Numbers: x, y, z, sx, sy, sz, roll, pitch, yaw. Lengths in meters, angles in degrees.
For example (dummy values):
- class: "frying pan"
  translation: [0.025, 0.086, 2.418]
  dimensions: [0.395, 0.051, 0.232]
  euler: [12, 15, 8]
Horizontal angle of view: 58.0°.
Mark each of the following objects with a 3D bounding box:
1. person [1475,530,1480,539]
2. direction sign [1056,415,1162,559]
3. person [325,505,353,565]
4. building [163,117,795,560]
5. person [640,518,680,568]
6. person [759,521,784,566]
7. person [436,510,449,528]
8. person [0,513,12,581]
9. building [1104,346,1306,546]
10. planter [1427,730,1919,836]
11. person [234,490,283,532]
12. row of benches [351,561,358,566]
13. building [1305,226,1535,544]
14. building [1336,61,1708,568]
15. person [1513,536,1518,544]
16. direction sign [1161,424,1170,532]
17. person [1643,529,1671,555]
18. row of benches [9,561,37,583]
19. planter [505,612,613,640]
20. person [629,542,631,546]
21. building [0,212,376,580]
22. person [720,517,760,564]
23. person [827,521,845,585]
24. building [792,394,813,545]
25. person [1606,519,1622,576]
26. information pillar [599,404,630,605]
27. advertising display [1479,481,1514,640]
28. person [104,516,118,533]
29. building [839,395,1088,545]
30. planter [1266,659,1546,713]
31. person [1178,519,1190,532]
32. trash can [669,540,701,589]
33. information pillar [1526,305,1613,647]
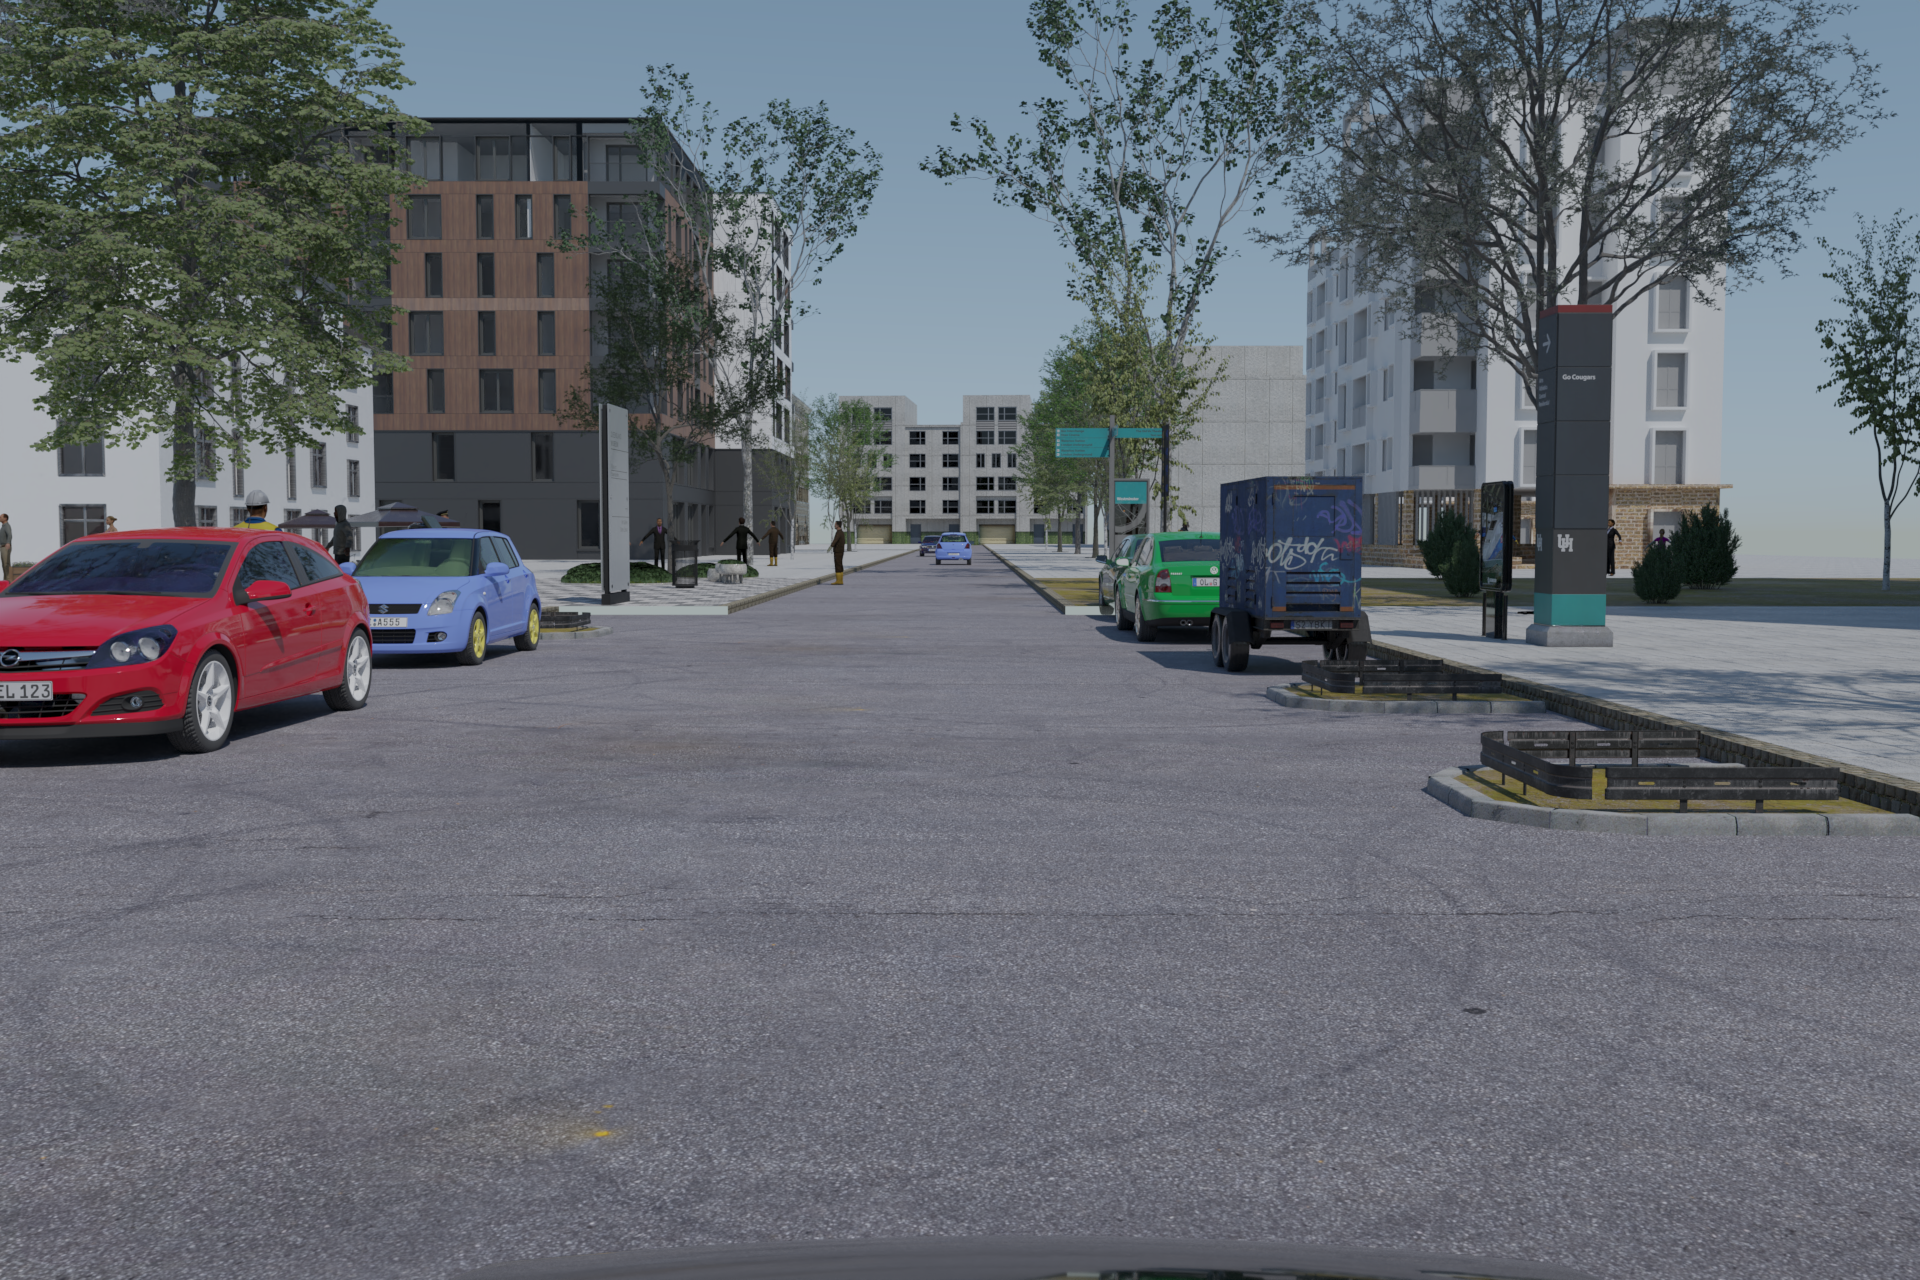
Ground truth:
- class: "person"
  translation: [17.338, -3.104, 56.893]
  dimensions: [1.345, 1.843, 0.704]
  euler: [-1, 4, -18]
- class: "direction sign"
  translation: [3.414, -3.036, 38.397]
  dimensions: [2.525, 3.948, 1.411]
  euler: [0, 4, 0]
- class: "person"
  translation: [-11.217, -1.542, 31.348]
  dimensions: [0.705, 1.813, 1.348]
  euler: [-3, 4, -36]
- class: "building"
  translation: [-25.212, -15.754, 101.560]
  dimensions: [27.936, 21.610, 32.646]
  euler: [0, 3, 0]
- class: "person"
  translation: [-9.885, -3.106, 57.013]
  dimensions: [1.346, 1.802, 0.704]
  euler: [-1, 4, -19]
- class: "person"
  translation: [-7.470, -3.849, 69.061]
  dimensions: [0.704, 1.812, 1.346]
  euler: [3, 5, 42]
- class: "person"
  translation: [-11.843, -2.071, 39.791]
  dimensions: [0.705, 1.837, 1.347]
  euler: [0, 4, -7]
- class: "person"
  translation: [-23.858, -2.261, 43.237]
  dimensions: [0.705, 1.796, 1.348]
  euler: [-3, 5, -42]
- class: "building"
  translation: [23.831, -18.637, 171.178]
  dimensions: [16.747, 18.905, 31.486]
  euler: [0, 4, 1]
- class: "planter"
  translation: [3.582, 0.729, 9.215]
  dimensions: [1.991, 0.319, 1.994]
  euler: [0, 4, 1]
- class: "person"
  translation: [-6.373, -0.450, 15.786]
  dimensions: [1.349, 1.833, 0.705]
  euler: [0, 4, 0]
- class: "row of benches"
  translation: [-15.305, -1.510, 40.152]
  dimensions: [4.104, 0.672, 1.422]
  euler: [1, 4, 12]
- class: "building"
  translation: [26.787, -15.350, 107.399]
  dimensions: [16.016, 20.090, 11.380]
  euler: [0, 4, 0]
- class: "building"
  translation: [21.955, -13.417, 75.793]
  dimensions: [16.016, 20.090, 11.380]
  euler: [0, 4, 1]
- class: "person"
  translation: [18.319, -3.199, 58.770]
  dimensions: [1.216, 1.772, 0.721]
  euler: [0, 4, 6]
- class: "direction sign"
  translation: [4.272, -2.696, 36.073]
  dimensions: [0.379, 3.537, 0.876]
  euler: [0, 4, -2]
- class: "person"
  translation: [19.462, -2.370, 48.020]
  dimensions: [0.991, 1.433, 0.599]
  euler: [2, 4, 30]
- class: "row of benches"
  translation: [-22.466, -1.456, 39.264]
  dimensions: [4.104, 0.672, 1.422]
  euler: [-2, 4, -24]
- class: "planter"
  translation: [-5.999, -0.205, 24.486]
  dimensions: [1.991, 0.319, 1.994]
  euler: [0, 4, 0]
- class: "person"
  translation: [-11.549, -3.186, 58.274]
  dimensions: [1.347, 1.806, 0.705]
  euler: [3, 5, 44]
- class: "building"
  translation: [-25.433, -7.164, 59.283]
  dimensions: [9.099, 9.664, 28.070]
  euler: [0, 3, 0]
- class: "person"
  translation: [-6.871, -2.950, 54.423]
  dimensions: [1.347, 1.806, 0.705]
  euler: [-2, 4, -32]
- class: "person"
  translation: [-3.449, -2.456, 48.755]
  dimensions: [0.704, 1.812, 1.346]
  euler: [1, 4, 13]
- class: "building"
  translation: [-27.688, -22.702, 202.099]
  dimensions: [19.493, 23.208, 18.063]
  euler: [0, 3, 0]
- class: "person"
  translation: [19.801, -2.825, 52.916]
  dimensions: [0.721, 1.740, 1.216]
  euler: [-1, 4, -20]
- class: "information pillar"
  translation: [-6.382, -2.490, 32.029]
  dimensions: [0.184, 3.620, 1.656]
  euler: [0, 4, 1]
- class: "advertising display"
  translation: [6.593, -0.985, 21.314]
  dimensions: [0.123, 1.923, 0.974]
  euler: [0, 4, 1]
- class: "person"
  translation: [-21.075, -2.204, 42.833]
  dimensions: [1.217, 1.733, 0.721]
  euler: [3, 4, 39]
- class: "building"
  translation: [0.919, -21.901, 226.992]
  dimensions: [31.486, 18.905, 16.747]
  euler: [0, 4, 4]
- class: "planter"
  translation: [3.685, 0.386, 14.832]
  dimensions: [1.991, 0.319, 1.994]
  euler: [0, 4, -1]
- class: "person"
  translation: [8.699, -3.725, 66.682]
  dimensions: [0.705, 1.856, 1.354]
  euler: [2, 4, 25]
- class: "trash can"
  translation: [-6.505, -1.791, 40.937]
  dimensions: [0.748, 1.137, 0.748]
  euler: [0, 3, 0]
- class: "information pillar"
  translation: [7.039, -1.868, 19.917]
  dimensions: [0.750, 3.857, 0.750]
  euler: [0, 3, 0]
